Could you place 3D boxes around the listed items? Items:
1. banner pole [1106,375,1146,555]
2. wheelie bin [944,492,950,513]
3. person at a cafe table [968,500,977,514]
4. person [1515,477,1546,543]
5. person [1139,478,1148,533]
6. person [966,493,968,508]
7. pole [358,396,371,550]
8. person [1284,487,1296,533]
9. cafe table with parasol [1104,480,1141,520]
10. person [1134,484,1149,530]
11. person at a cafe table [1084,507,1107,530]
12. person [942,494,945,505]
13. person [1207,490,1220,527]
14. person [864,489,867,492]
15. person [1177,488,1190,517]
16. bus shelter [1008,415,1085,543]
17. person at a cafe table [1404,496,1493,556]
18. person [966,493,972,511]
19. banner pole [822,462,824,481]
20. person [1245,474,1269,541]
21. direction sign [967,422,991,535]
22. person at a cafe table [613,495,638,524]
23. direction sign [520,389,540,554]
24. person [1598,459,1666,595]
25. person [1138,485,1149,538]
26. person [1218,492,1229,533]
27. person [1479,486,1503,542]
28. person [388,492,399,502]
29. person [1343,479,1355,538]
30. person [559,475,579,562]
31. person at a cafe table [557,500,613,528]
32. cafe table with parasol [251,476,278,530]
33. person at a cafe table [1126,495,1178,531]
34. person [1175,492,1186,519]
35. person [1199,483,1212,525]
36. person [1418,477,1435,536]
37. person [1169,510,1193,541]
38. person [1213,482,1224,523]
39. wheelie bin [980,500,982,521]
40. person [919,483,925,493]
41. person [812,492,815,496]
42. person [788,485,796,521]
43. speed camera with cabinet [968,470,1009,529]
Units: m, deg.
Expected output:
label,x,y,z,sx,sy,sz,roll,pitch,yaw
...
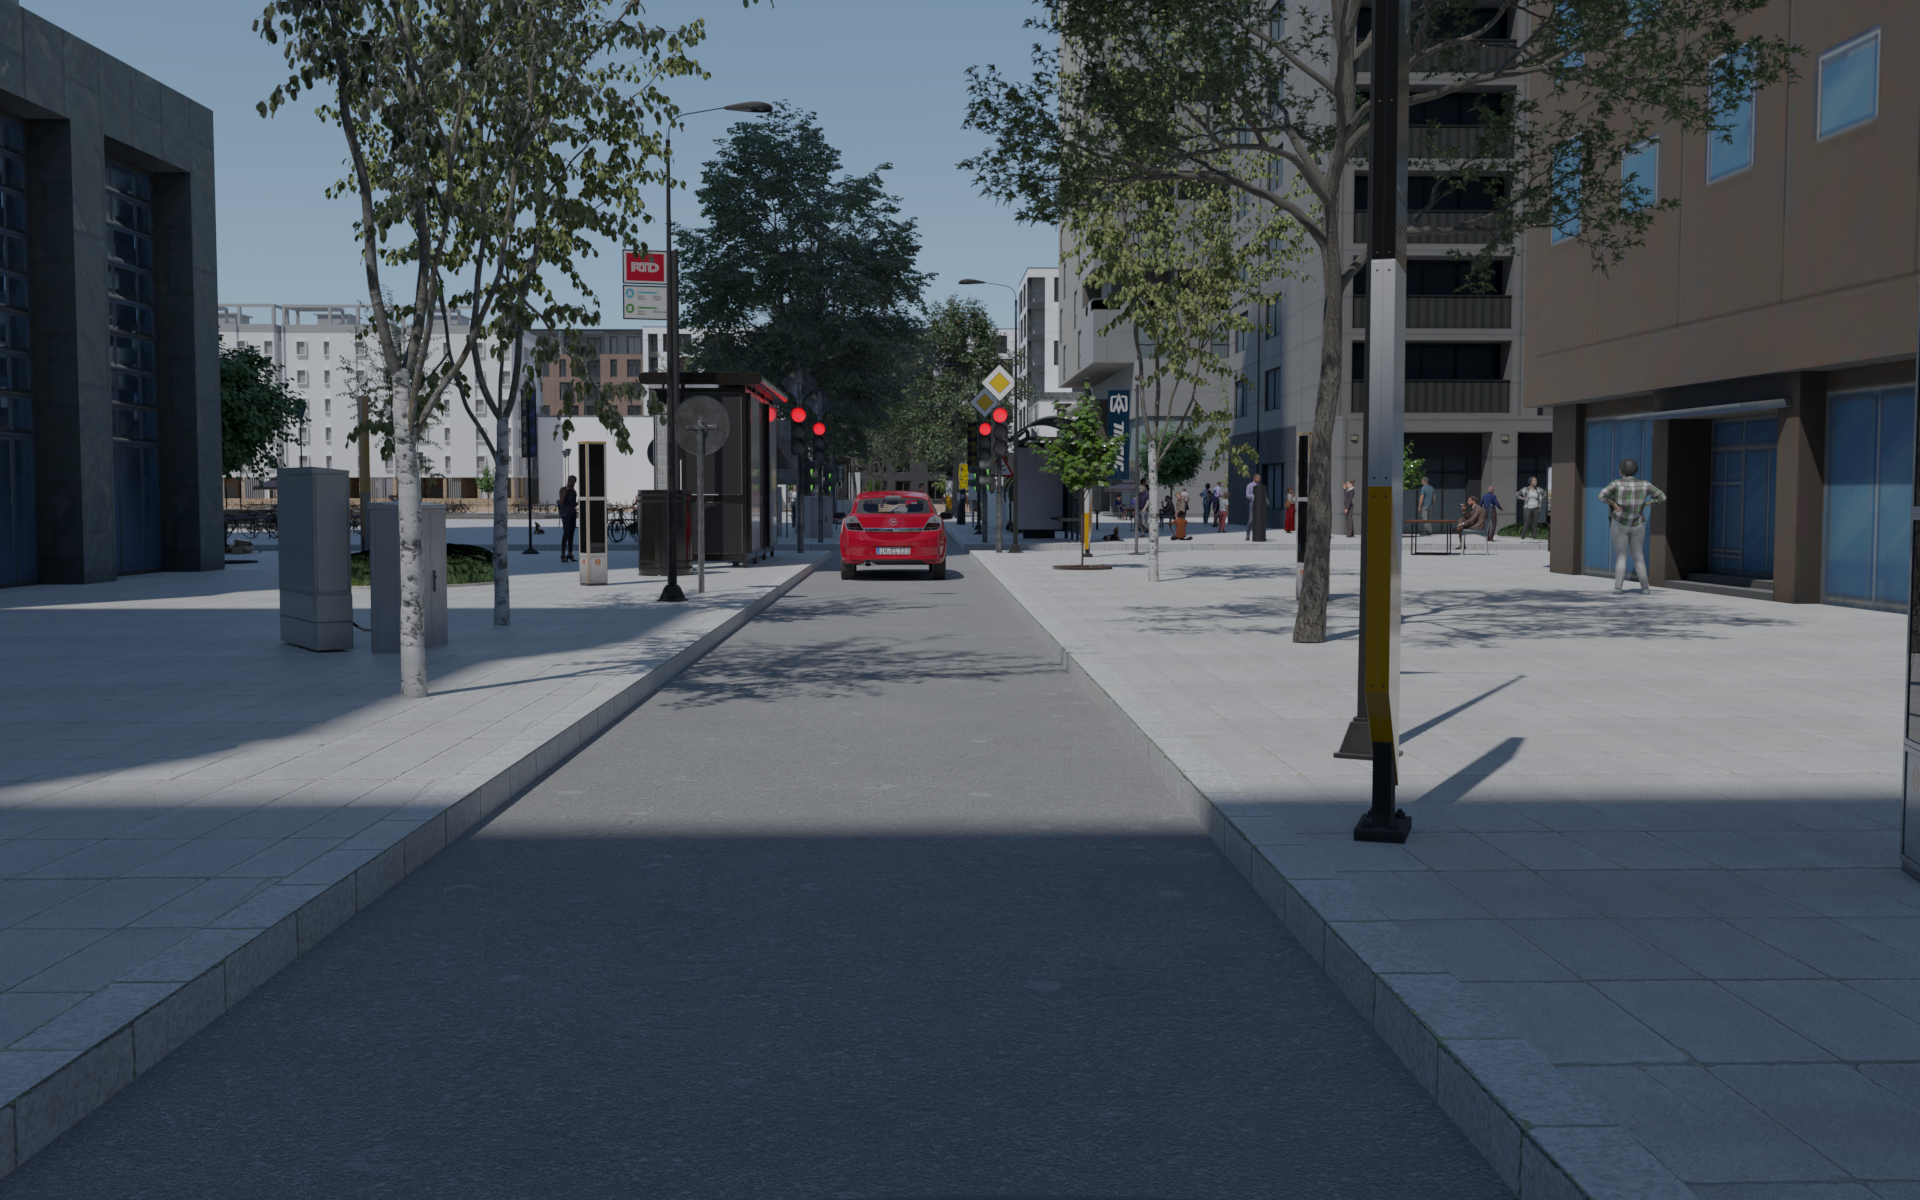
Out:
label,x,y,z,sx,sy,sz,roll,pitch,yaw
banner pole,3.505,-2.846,36.554,0.863,3.779,0.401,1,4,16
wheelie bin,-0.568,-6.370,112.052,0.980,1.594,0.693,3,4,38
person at a cafe table,1.256,-6.320,111.852,1.622,1.524,1.698,-3,5,-39
person,14.945,-2.356,45.292,0.841,1.734,0.376,1,4,9
person,6.106,-3.099,56.860,0.789,1.805,0.875,0,4,5
person,0.783,-9.502,162.133,1.217,1.736,0.721,1,4,17
pole,-12.383,-2.580,36.032,0.158,3.312,0.155,0,3,0
person,10.788,-2.938,56.539,0.387,1.526,0.523,1,4,11
cafe table with parasol,9.313,-5.299,91.502,2.610,1.966,2.610,-1,4,-15
person,6.545,-3.355,62.354,0.566,1.644,0.517,1,4,16
person at a cafe table,4.422,-3.157,62.474,1.698,1.238,1.726,0,4,3
person,-1.694,-11.357,194.925,0.799,1.438,0.628,2,4,28
person,9.831,-3.540,67.159,0.697,1.427,0.421,-3,4,-39
person,-8.058,-8.718,149.295,0.721,1.735,1.217,0,4,-5
person,10.492,-4.470,81.338,0.614,1.554,0.590,2,4,27
bus shelter,2.413,-3.272,47.429,2.014,3.302,5.546,0,4,-1
person at a cafe table,10.337,-1.572,36.567,1.726,1.238,1.698,1,4,19
person,0.790,-7.547,130.372,0.756,1.711,0.436,-1,4,-12
banner pole,-7.573,-6.387,94.449,0.401,3.779,0.863,2,4,25
person,8.190,-2.549,47.589,0.709,1.838,0.599,-2,4,-28
direction sign,0.615,-3.853,54.990,0.876,3.537,0.379,2,4,32
person at a cafe table,-14.206,-3.877,74.249,1.726,1.238,1.698,-3,5,-43
direction sign,-9.198,-2.752,36.994,0.379,3.537,0.876,-2,4,-34
person,8.547,-0.940,22.130,0.841,1.734,0.376,0,4,7
person,5.398,-2.580,50.428,0.471,1.553,0.569,0,4,0
person,8.697,-2.892,57.241,0.435,1.345,0.340,2,4,30
person,14.419,-2.329,46.812,0.600,1.496,0.574,-1,4,-15
person,-11.046,-1.470,33.992,0.340,1.345,0.435,1,4,11
person,11.430,-2.715,51.243,0.445,1.727,0.742,-1,4,-22
person,-7.359,-1.542,32.727,0.415,1.643,0.593,-1,4,-10
person at a cafe table,-14.568,-3.383,66.177,1.726,1.238,1.698,2,4,23
cafe table with parasol,-24.174,-3.471,61.614,2.610,1.966,2.610,2,4,33
person at a cafe table,6.731,-3.013,60.116,1.726,1.238,1.698,1,4,12
person,6.649,-2.579,52.116,0.435,1.345,0.340,2,4,34
person,10.148,-3.948,71.317,0.376,1.734,0.841,-1,4,-10
person,14.374,-2.891,53.435,0.598,1.807,0.434,-1,4,-22
person,6.049,-2.061,48.028,0.859,0.850,0.655,-1,4,-12
person,11.617,-4.367,77.316,0.599,1.838,0.709,-3,4,-38
wheelie bin,1.227,-4.552,82.334,0.693,1.594,0.980,-1,4,-23
person,-0.995,-2.569,51.036,0.750,1.759,0.617,3,5,40
person,-5.899,-3.645,67.602,0.963,1.587,0.435,0,4,3
person,-7.935,-4.687,83.402,0.841,1.734,0.376,1,4,17
speed camera with cabinet,1.101,-4.336,65.226,0.660,3.252,2.038,-2,4,-33
